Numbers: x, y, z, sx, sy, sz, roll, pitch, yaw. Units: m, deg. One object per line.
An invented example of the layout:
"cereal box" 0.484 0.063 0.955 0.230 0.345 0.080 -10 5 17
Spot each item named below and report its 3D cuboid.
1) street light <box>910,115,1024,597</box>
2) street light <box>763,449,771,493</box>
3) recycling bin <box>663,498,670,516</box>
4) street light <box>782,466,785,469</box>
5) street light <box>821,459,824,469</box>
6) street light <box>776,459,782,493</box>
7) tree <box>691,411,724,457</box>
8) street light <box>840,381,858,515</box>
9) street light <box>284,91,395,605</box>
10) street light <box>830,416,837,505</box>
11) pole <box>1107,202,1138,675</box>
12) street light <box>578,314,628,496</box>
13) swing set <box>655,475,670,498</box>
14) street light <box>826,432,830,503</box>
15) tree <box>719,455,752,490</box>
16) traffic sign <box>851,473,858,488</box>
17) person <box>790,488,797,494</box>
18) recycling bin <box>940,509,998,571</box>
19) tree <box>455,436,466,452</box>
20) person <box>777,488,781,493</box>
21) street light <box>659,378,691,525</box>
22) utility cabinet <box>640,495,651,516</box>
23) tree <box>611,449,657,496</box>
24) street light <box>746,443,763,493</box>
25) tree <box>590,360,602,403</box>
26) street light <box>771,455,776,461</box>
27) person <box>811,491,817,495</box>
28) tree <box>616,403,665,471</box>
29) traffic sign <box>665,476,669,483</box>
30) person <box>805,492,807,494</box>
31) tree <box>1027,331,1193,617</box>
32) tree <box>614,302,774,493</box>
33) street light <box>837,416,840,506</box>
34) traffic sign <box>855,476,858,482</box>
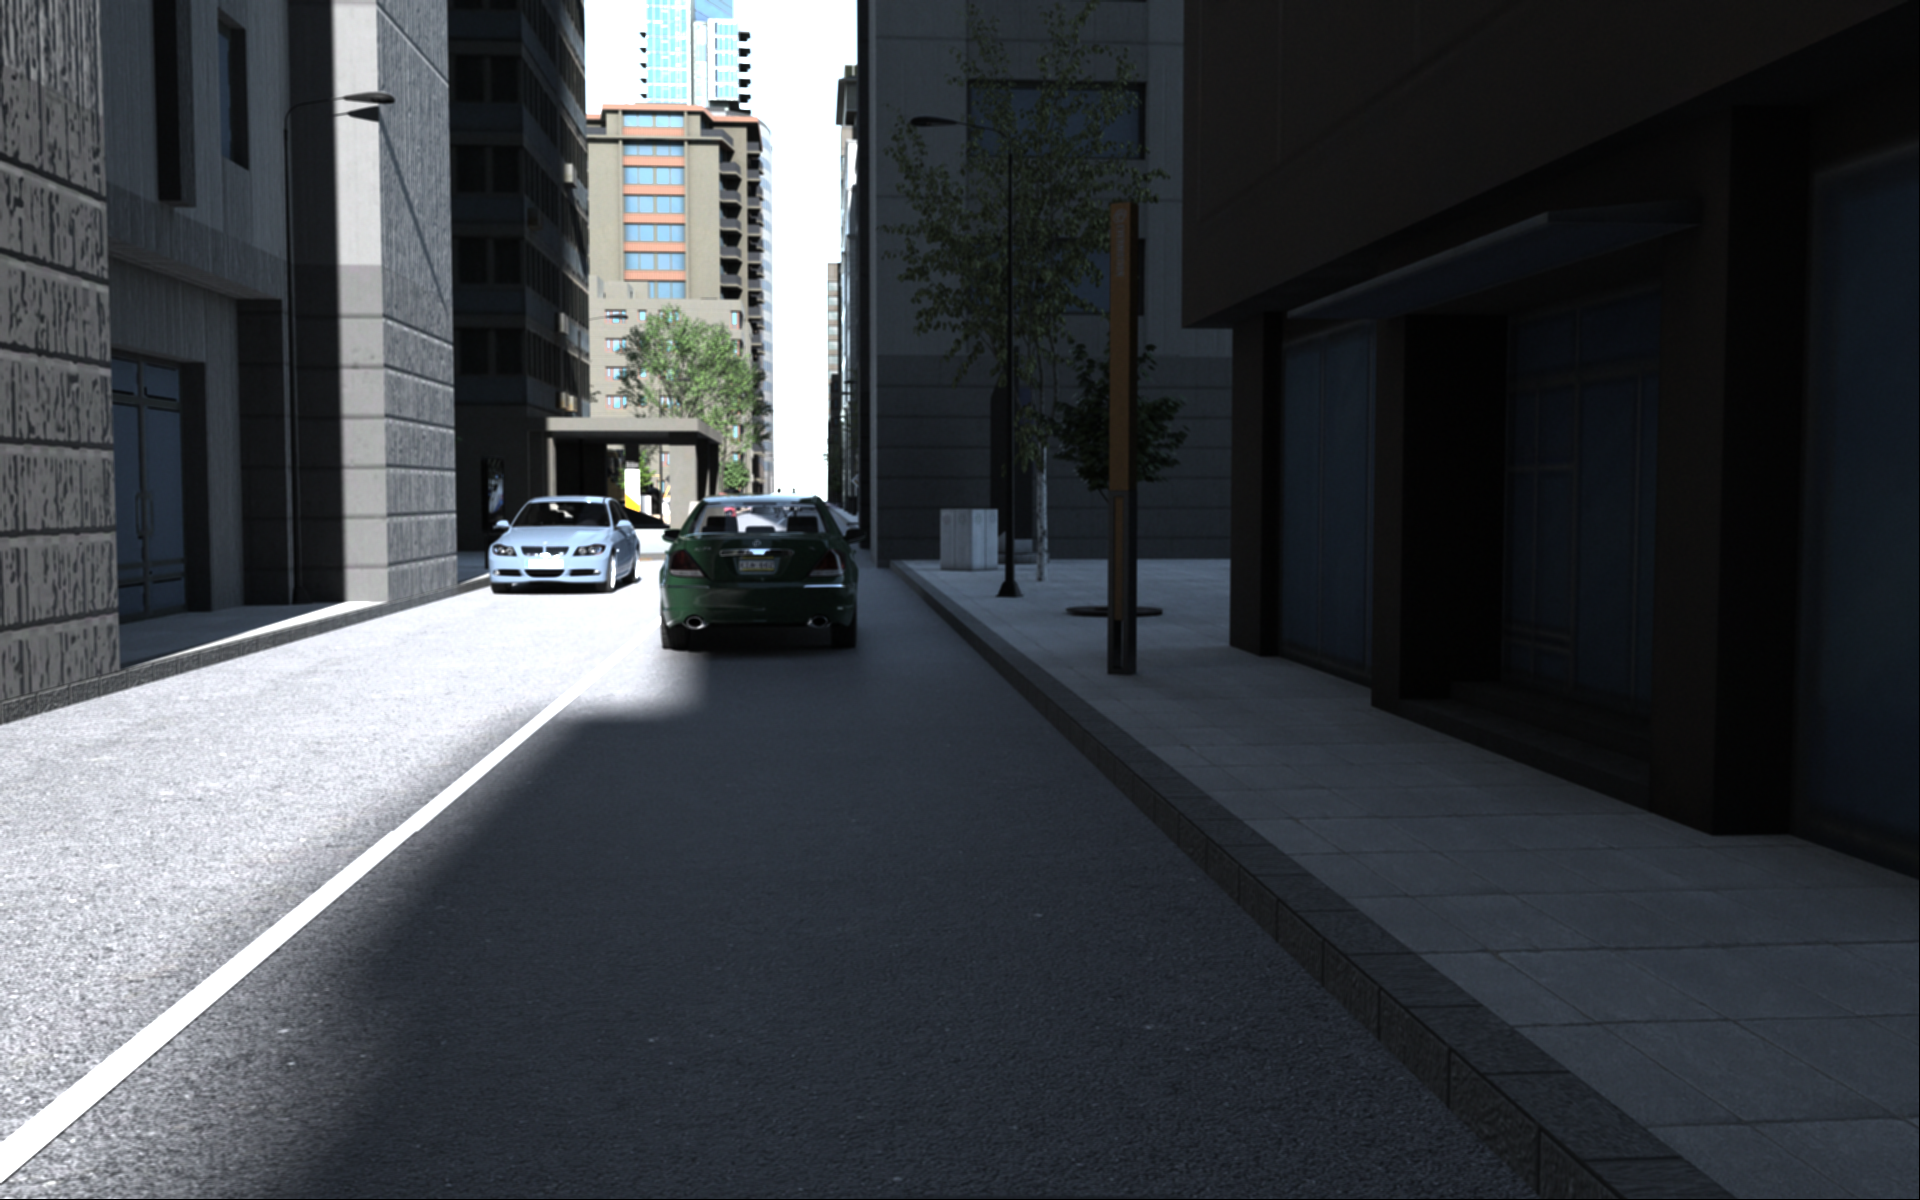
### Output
"street light" 0.085 -2.992 21.463 1.470 5.913 1.316 0 4 -5
"street light" -20.676 -12.665 179.607 1.470 5.913 1.316 0 4 -5
"recycling bin" -17.478 -5.591 103.967 0.722 1.027 0.722 0 4 3
"street light" -27.633 -17.712 262.135 1.470 5.913 1.316 0 4 -5
"street light" -15.406 -14.251 205.549 1.470 5.913 1.316 0 4 -5
"street light" -25.549 -16.204 237.475 1.470 5.913 1.316 0 4 -5
"tree" -22.407 -12.275 151.060 4.737 8.622 4.395 0 3 0
"street light" -4.057 -6.026 71.071 1.470 5.913 1.316 0 4 -5
"street light" -7.221 -2.909 20.102 1.470 5.913 1.316 0 4 -5
"street light" -6.878 -8.017 103.616 1.470 5.913 1.316 0 4 -5
"pole" 1.155 -1.126 12.261 0.158 3.312 0.155 0 3 0
"street light" -9.256 -4.417 44.766 1.470 5.913 1.316 0 4 -5
"swing set" -20.355 -7.832 125.675 2.862 2.851 3.119 -1 4 -16
"street light" -9.062 -9.585 129.254 1.470 5.913 1.316 0 4 -5
"tree" -19.044 -9.851 144.772 4.285 4.588 4.351 0 3 0
"traffic sign" -4.604 -4.614 79.088 0.795 2.450 0.064 0 4 -5
"person" -10.297 -6.061 107.557 0.622 1.834 0.822 1 4 9
"recycling bin" 0.154 -1.020 29.232 0.722 1.027 0.722 3 5 41
"tree" -8.820 -2.009 27.450 1.663 3.219 1.824 0 3 0
"person" -10.792 -5.835 104.180 0.850 1.792 0.678 0 4 -1
"street light" -11.449 -5.925 69.417 1.470 5.913 1.316 0 4 -5
"utility cabinet" -16.738 -4.946 92.036 0.306 1.237 1.020 -2 4 -34
"tree" -12.256 -4.361 65.907 1.663 3.219 1.824 0 3 0
"street light" -18.548 -11.134 154.582 1.470 5.913 1.316 0 4 -5
"tree" -18.810 -7.953 80.396 4.360 8.622 3.978 0 3 0
"street light" -22.724 -14.173 204.269 1.470 5.913 1.316 0 4 -5
"person" -13.216 -8.983 156.172 0.742 1.727 0.445 0 4 6
"tree" -24.762 -11.322 135.478 4.360 8.622 3.978 0 3 0
"traffic sign" -11.601 -4.090 70.507 0.795 2.450 0.064 0 4 -5
"person" -21.194 -14.065 239.197 0.721 1.736 1.217 1 4 12
"tree" 1.690 -1.451 18.324 1.663 3.219 1.824 0 3 0
"tree" -15.172 -10.368 95.277 9.928 11.665 9.643 0 3 0
"street light" -4.728 -6.509 78.962 1.470 5.913 1.316 0 4 -5
"traffic sign" -3.932 -4.128 71.131 0.795 2.450 0.064 0 4 -5
